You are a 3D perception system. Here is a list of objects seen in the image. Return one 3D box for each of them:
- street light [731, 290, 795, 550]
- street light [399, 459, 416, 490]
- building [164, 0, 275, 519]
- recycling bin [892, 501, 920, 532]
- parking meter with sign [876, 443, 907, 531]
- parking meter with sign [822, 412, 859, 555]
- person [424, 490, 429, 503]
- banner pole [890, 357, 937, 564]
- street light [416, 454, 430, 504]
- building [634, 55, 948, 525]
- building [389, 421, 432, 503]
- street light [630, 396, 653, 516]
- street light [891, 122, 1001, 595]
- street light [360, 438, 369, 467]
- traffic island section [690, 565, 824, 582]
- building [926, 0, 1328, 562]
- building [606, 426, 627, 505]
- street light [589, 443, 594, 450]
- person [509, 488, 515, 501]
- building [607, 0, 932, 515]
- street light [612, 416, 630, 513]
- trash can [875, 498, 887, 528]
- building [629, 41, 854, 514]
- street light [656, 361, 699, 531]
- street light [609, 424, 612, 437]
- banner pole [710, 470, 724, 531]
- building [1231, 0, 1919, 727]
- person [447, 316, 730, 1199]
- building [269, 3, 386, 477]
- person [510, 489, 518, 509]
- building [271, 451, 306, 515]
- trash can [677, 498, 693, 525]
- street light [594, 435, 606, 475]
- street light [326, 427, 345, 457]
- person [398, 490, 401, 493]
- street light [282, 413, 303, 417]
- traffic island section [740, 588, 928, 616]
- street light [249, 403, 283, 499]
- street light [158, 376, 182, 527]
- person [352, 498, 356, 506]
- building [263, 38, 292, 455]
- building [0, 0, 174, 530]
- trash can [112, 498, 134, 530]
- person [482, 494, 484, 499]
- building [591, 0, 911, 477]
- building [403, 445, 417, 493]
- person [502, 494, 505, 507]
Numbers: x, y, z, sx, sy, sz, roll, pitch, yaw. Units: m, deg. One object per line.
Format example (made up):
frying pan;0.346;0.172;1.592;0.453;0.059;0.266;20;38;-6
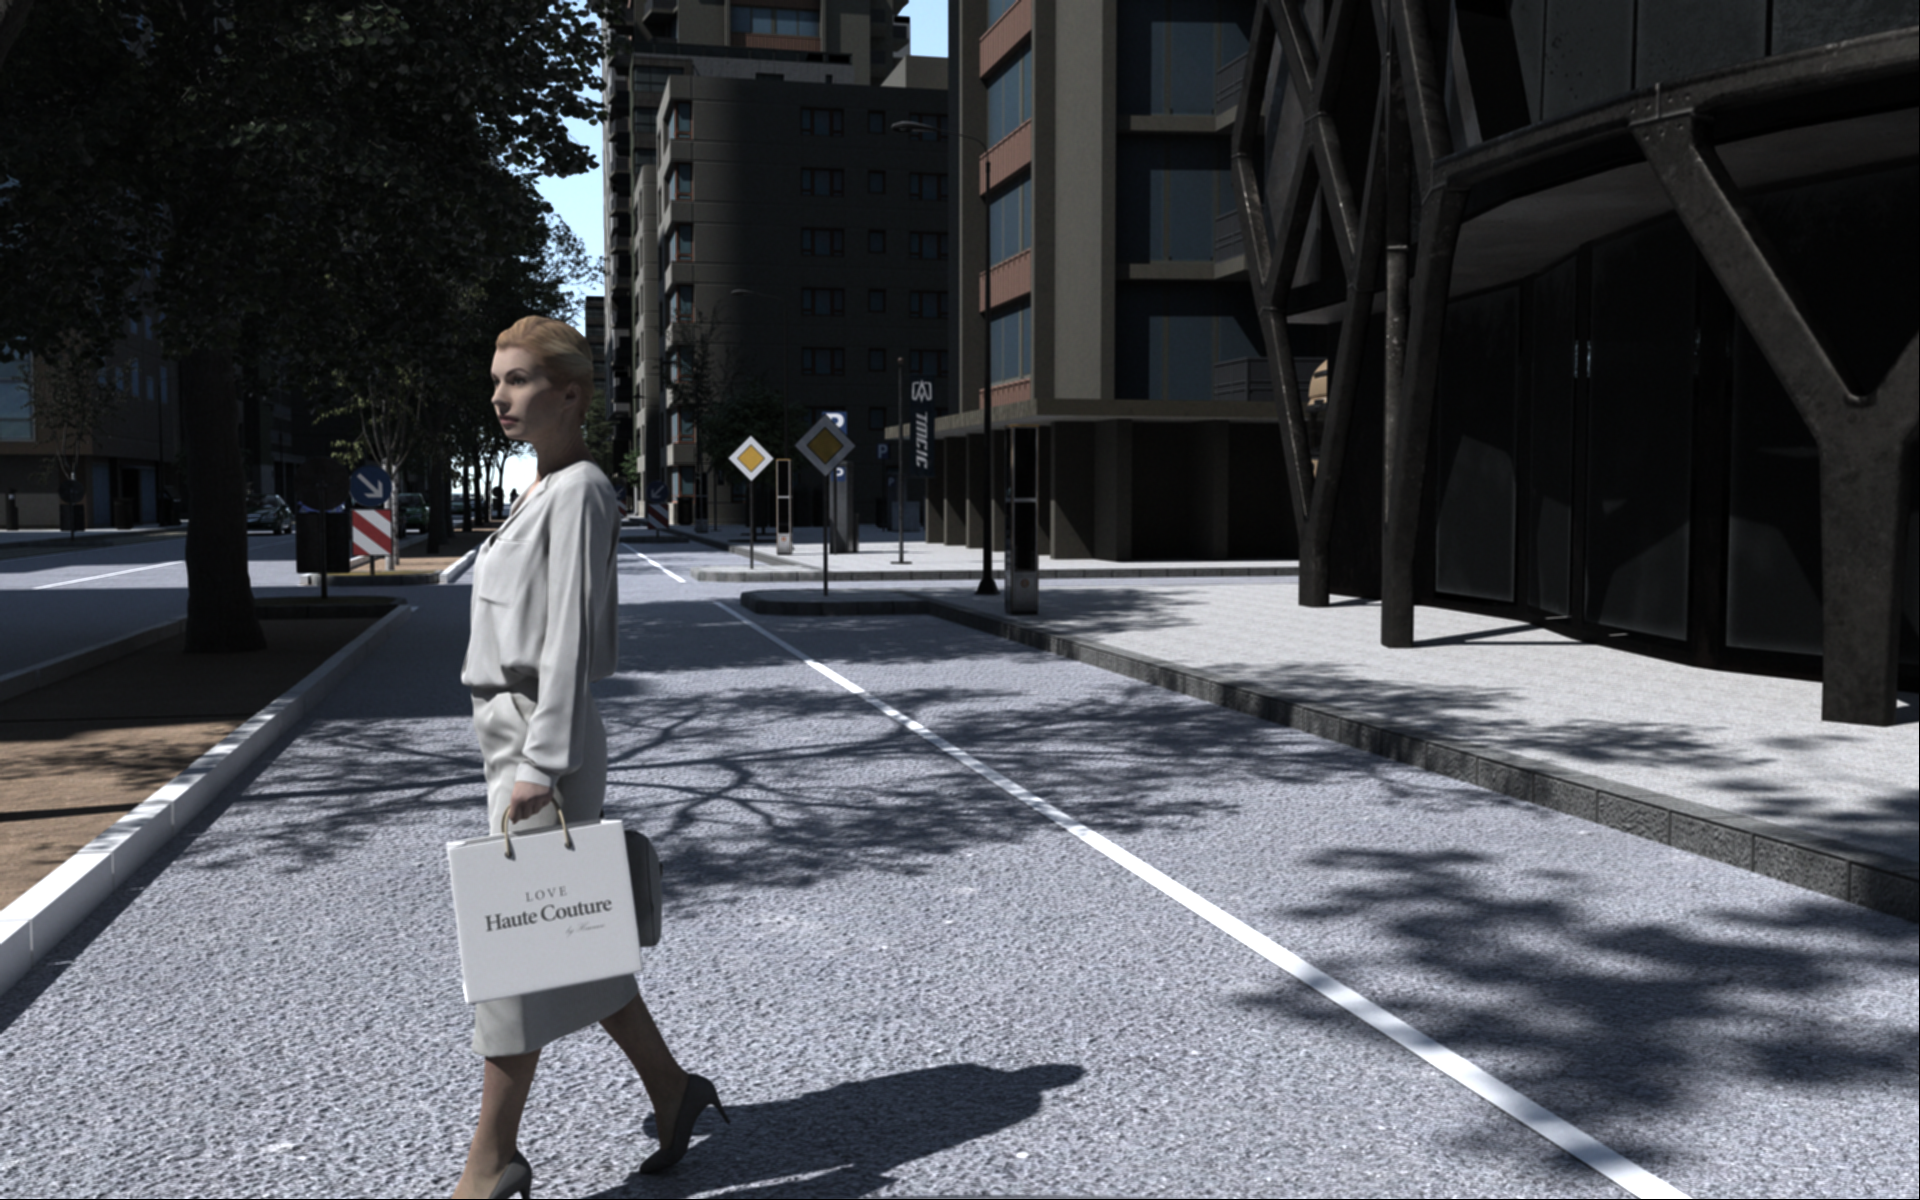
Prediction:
street light;-4.515;-4.107;39.684;1.470;5.913;1.316;-1;4;-13
street light;-57.994;-12.746;180.936;1.470;5.913;1.316;-1;4;-13
building;-44.098;-19.413;89.109;14.160;30.474;14.107;-1;4;-13
recycling bin;-1.841;-2.833;58.867;0.722;1.027;0.722;2;4;29
parking meter with sign;-2.162;-3.903;60.081;0.543;3.016;1.738;2;4;34
parking meter with sign;-2.543;-2.521;37.475;0.543;3.016;1.738;0;4;7
person;-39.105;-7.181;126.699;0.721;1.735;1.217;-2;4;-26
banner pole;-0.855;-2.559;31.853;0.863;3.779;0.401;0;4;-8
street light;-63.045;-14.062;202.459;1.470;5.913;1.316;-1;4;-13
building;-1.866;-14.915;88.901;27.650;21.520;28.899;-1;4;-13
building;-80.825;-34.025;239.907;14.154;41.232;14.086;-1;4;-13
street light;-14.711;-6.686;81.862;1.470;5.913;1.316;-1;4;-13
street light;-0.175;-3.019;21.899;1.470;5.913;1.316;-1;4;-13
street light;-48.571;-10.365;142.009;1.470;5.913;1.316;-1;4;-13
traffic island section;-3.539;-0.449;29.618;2.009;0.180;2.903;-1;4;-13
building;12.925;-23.797;43.707;28.867;44.769;22.147;-1;4;-13
building;-33.491;-46.933;205.607;20.563;71.187;20.611;-1;4;-13
street light;-32.537;-11.240;156.312;1.470;5.913;1.316;-1;4;-13
person;-31.087;-6.870;120.765;0.705;1.831;1.348;-3;4;-37
building;-16.359;-29.540;137.610;22.147;44.769;28.867;-1;4;-13
street light;-19.671;-7.964;102.759;1.470;5.913;1.316;-1;4;-13
trash can;-2.895;-3.313;65.824;0.748;1.137;0.748;0;3;0
building;-14.920;-21.045;115.780;14.160;30.474;14.107;-1;4;-13
street light;-9.704;-5.381;60.526;1.470;5.913;1.316;-1;4;-13
street light;-22.470;-8.686;114.555;1.470;5.913;1.316;-1;4;-13
banner pole;-8.337;-4.265;59.749;0.401;3.779;0.863;-3;4;-37
building;11.670;-9.017;14.874;16.820;18.784;16.811;-1;4;-13
person;-0.772;0.331;3.443;0.624;1.780;0.694;-1;4;-10
building;-61.967;-32.166;149.617;21.300;48.544;21.600;-1;4;-13
person;-26.701;-5.787;103.779;0.621;1.740;0.551;1;4;20
building;-51.810;-40.777;104.954;20.563;71.187;20.611;-1;4;-13
trash can;-11.364;-3.667;71.602;0.748;1.137;0.748;0;3;0
street light;-27.580;-9.962;135.415;1.470;5.913;1.316;-1;4;-13
street light;-43.489;-9.057;120.628;1.470;5.913;1.316;-1;4;-13
person;-41.877;-7.361;129.644;1.217;1.735;0.721;3;4;36
street light;-38.495;-7.780;99.740;1.470;5.913;1.316;-1;4;-13
traffic island section;-1.674;0.026;21.853;2.009;0.180;2.903;-1;4;-13
street light;-35.740;-7.103;88.675;1.470;5.913;1.316;-1;4;-13
street light;-30.691;-5.826;67.800;1.470;5.913;1.316;-1;4;-13
person;-22.779;-3.490;65.426;0.748;1.841;0.638;-3;5;-44
building;-62.904;-26.560;126.136;32.217;40.220;23.993;-1;4;-13
building;-39.675;-25.473;66.598;14.600;45.320;14.200;-1;4;-13
trash can;-30.114;-3.102;62.368;0.748;1.137;0.748;0;3;0
person;-51.335;-10.678;186.352;0.557;1.426;1.065;0;4;-4
building;-20.002;-35.261;165.762;28.713;52.752;27.495;-1;4;-13
building;-70.284;-33.530;198.330;14.600;45.320;14.200;-1;4;-13
person;-52.529;-11.573;198.534;0.721;1.723;1.217;2;4;26
